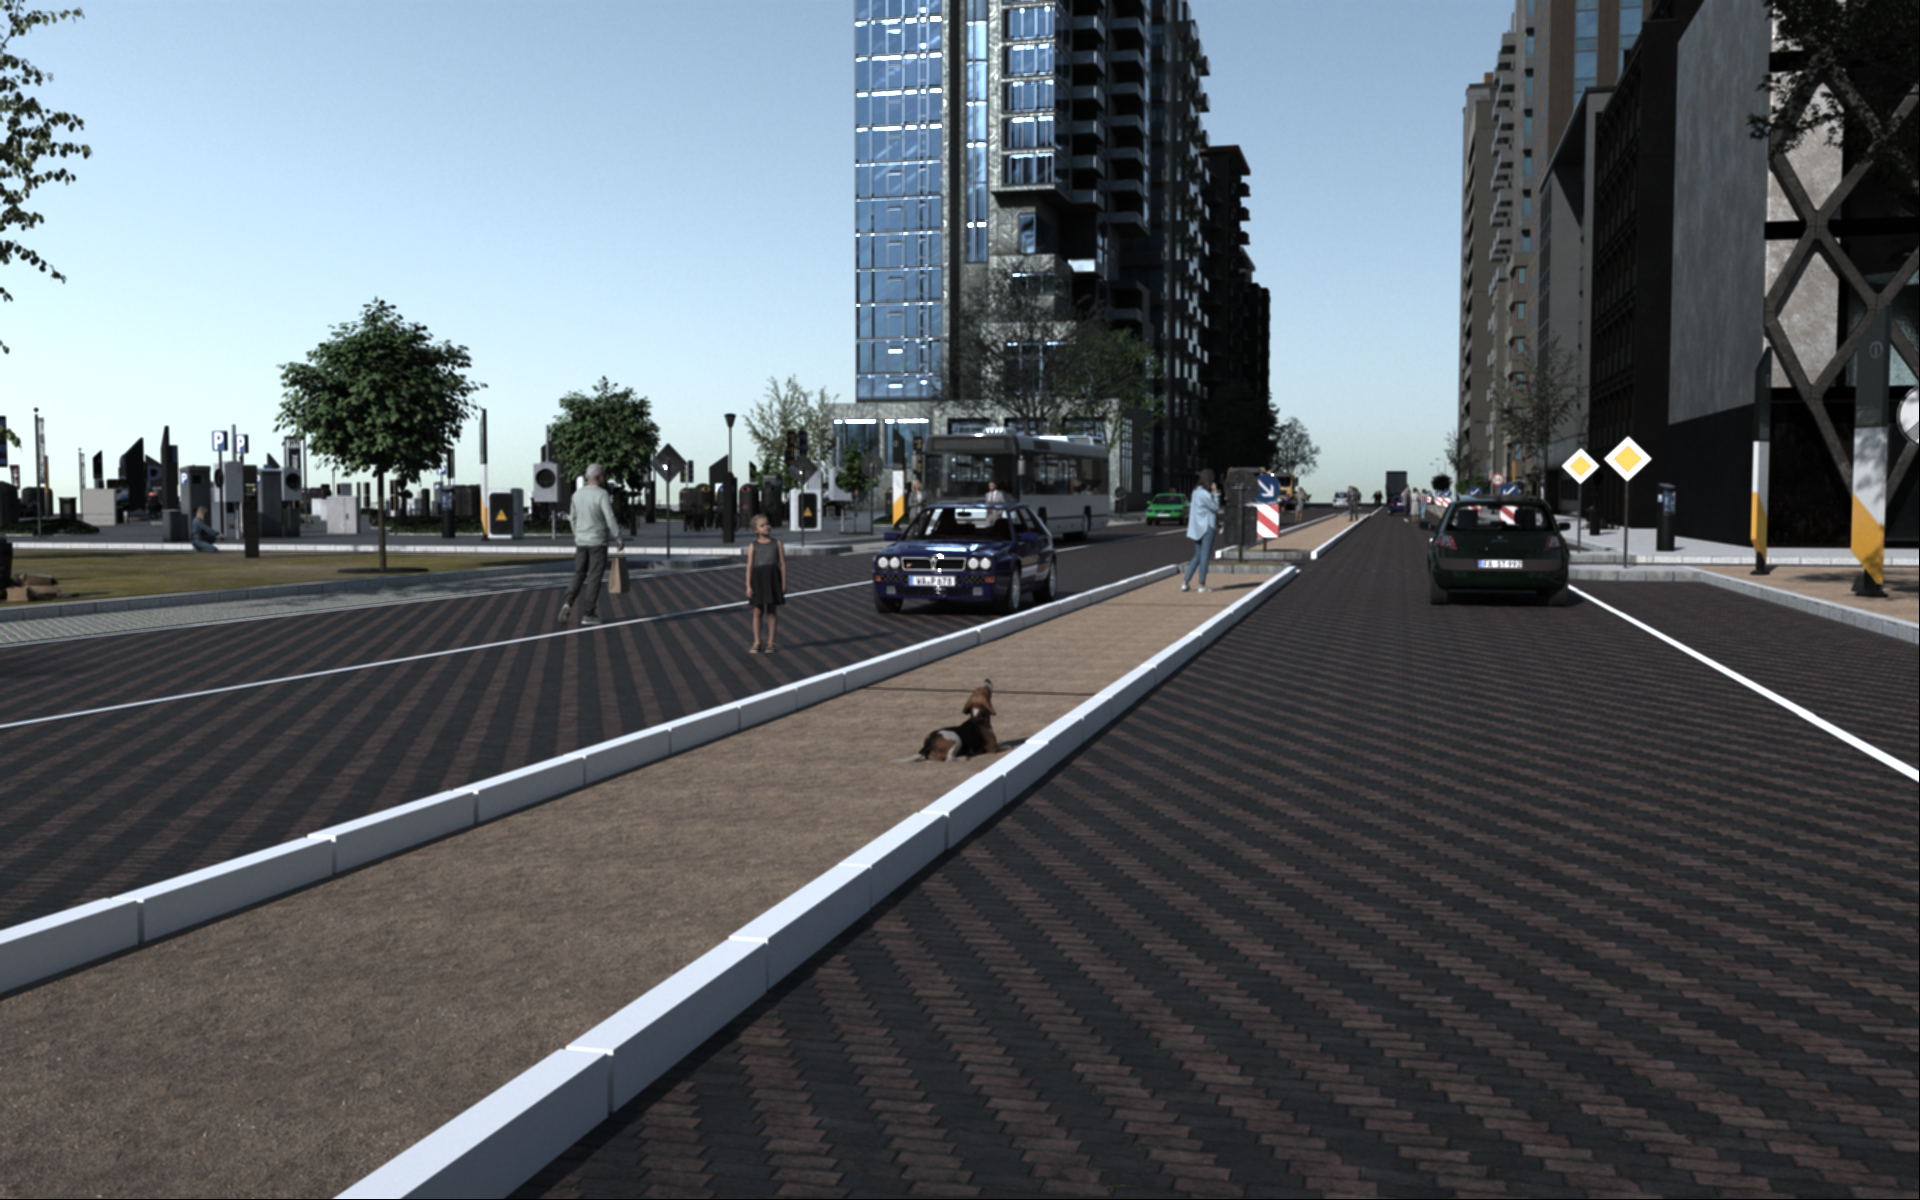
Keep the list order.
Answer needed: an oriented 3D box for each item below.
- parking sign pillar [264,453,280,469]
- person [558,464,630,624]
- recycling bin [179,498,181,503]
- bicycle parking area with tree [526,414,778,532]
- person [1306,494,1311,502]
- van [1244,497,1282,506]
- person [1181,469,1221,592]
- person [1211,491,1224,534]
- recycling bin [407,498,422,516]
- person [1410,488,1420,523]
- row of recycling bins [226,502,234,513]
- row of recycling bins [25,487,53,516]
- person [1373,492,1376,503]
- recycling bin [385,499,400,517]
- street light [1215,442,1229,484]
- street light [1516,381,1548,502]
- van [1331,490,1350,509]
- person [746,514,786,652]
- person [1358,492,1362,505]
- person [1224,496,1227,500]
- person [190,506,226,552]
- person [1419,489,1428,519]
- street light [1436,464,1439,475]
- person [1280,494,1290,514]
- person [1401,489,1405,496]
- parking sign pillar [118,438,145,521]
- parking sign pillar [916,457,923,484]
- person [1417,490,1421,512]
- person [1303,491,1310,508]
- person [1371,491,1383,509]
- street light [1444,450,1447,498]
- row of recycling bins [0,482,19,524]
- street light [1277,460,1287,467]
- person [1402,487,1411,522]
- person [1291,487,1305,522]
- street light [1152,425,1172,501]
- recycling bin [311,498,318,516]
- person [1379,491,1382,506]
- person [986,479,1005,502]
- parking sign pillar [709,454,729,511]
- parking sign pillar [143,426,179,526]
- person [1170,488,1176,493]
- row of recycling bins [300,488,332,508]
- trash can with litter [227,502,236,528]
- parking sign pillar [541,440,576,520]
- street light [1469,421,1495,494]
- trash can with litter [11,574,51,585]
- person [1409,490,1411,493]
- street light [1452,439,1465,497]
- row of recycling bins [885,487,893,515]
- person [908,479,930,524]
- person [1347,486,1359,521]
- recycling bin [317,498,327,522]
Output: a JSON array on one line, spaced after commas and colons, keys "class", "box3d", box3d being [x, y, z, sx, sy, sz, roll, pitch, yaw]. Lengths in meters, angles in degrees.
[{"class": "parking sign pillar", "box3d": [-45.352, -7.691, 114.216, 1.447, 3.967, 1.447, 3, 4, 38]}, {"class": "person", "box3d": [-3.999, -0.614, 19.022, 0.782, 1.767, 0.515, 2, 4, 29]}, {"class": "recycling bin", "box3d": [-51.336, -6.243, 114.628, 0.722, 1.027, 0.722, 2, 4, 29]}, {"class": "bicycle parking area with tree", "box3d": [-10.842, -4.595, 62.126, 8.231, 4.147, 9.016, 1, 4, 19]}, {"class": "person", "box3d": [49.178, -14.208, 243.987, 0.799, 1.438, 0.628, 1, 4, 12]}, {"class": "van", "box3d": [13.877, -4.464, 80.004, 2.013, 2.044, 4.112, 1, 4, 12]}, {"class": "person", "box3d": [3.493, -1.001, 25.138, 0.793, 1.790, 0.793, 3, 5, 41]}, {"class": "person", "box3d": [9.062, -3.293, 62.180, 0.795, 1.843, 0.661, -2, 4, -25]}, {"class": "recycling bin", "box3d": [-32.037, -5.464, 101.882, 0.722, 1.027, 0.722, 3, 4, 36]}, {"class": "person", "box3d": [22.905, -4.782, 87.262, 0.480, 1.755, 0.524, -1, 4, -11]}, {"class": "row of recycling bins", "box3d": [-50.087, -6.816, 118.553, 1.069, 1.692, 3.534, 2, 4, 34]}, {"class": "row of recycling bins", "box3d": [-54.275, -5.804, 102.000, 1.069, 1.692, 3.534, -1, 4, -11]}, {"class": "person", "box3d": [63.721, -15.711, 265.396, 0.705, 1.821, 1.348, -2, 4, -28]}, {"class": "recycling bin", "box3d": [-31.617, -5.135, 96.516, 0.722, 1.027, 0.722, -2, 4, -26]}, {"class": "street light", "box3d": [23.327, -11.133, 154.567, 1.470, 5.913, 1.316, 1, 4, 14]}, {"class": "street light", "box3d": [23.555, -6.038, 71.265, 1.470, 5.913, 1.316, 1, 4, 14]}, {"class": "van", "box3d": [37.545, -9.978, 170.158, 2.013, 2.044, 4.112, 1, 4, 15]}, {"class": "person", "box3d": [-1.760, -0.158, 15.752, 0.362, 1.253, 0.373, 0, 4, -2]}, {"class": "person", "box3d": [54.220, -13.831, 235.319, 0.721, 1.739, 1.217, -2, 4, -35]}, {"class": "person", "box3d": [22.520, -8.199, 145.743, 0.628, 1.438, 0.799, 1, 4, 15]}, {"class": "person", "box3d": [-17.620, -1.622, 40.521, 0.738, 1.151, 1.012, -2, 4, -26]}, {"class": "person", "box3d": [26.846, -5.571, 100.417, 0.563, 1.720, 0.643, 3, 5, 45]}, {"class": "street light", "box3d": [62.909, -15.542, 226.657, 1.470, 5.913, 1.316, 1, 4, 14]}, {"class": "person", "box3d": [22.787, -6.706, 121.376, 0.697, 1.427, 0.421, 0, 4, 6]}, {"class": "person", "box3d": [34.457, -7.717, 134.537, 0.709, 1.838, 0.599, -1, 4, -15]}, {"class": "parking sign pillar", "box3d": [-39.293, -5.729, 82.147, 1.447, 3.967, 1.447, 1, 4, 11]}, {"class": "parking sign pillar", "box3d": [-1.762, -6.548, 95.532, 1.447, 3.967, 1.447, 0, 4, -6]}, {"class": "person", "box3d": [37.569, -8.119, 141.688, 0.683, 1.767, 0.568, -1, 4, -10]}, {"class": "person", "box3d": [36.341, -10.663, 182.925, 1.350, 1.814, 0.705, 0, 4, 7]}, {"class": "person", "box3d": [39.442, -9.442, 163.700, 1.217, 1.723, 0.721, 2, 4, 31]}, {"class": "street light", "box3d": [52.185, -12.946, 184.203, 1.470, 5.913, 1.316, 1, 4, 14]}, {"class": "row of recycling bins", "box3d": [-34.185, -3.323, 61.440, 1.069, 1.692, 3.534, -3, 4, -37]}, {"class": "street light", "box3d": [43.654, -16.066, 235.214, 1.470, 5.913, 1.316, 1, 4, 14]}, {"class": "person", "box3d": [23.318, -4.980, 90.108, 0.709, 1.800, 0.728, 0, 4, -8]}, {"class": "person", "box3d": [17.469, -4.934, 89.528, 0.716, 1.782, 0.532, 1, 4, 15]}, {"class": "street light", "box3d": [13.586, -8.825, 116.828, 1.470, 5.913, 1.316, 1, 4, 14]}, {"class": "recycling bin", "box3d": [-37.081, -5.374, 100.413, 0.722, 1.027, 0.722, 1, 4, 16]}, {"class": "person", "box3d": [49.926, -12.085, 206.019, 0.705, 1.831, 1.348, -1, 4, -15]}, {"class": "person", "box3d": [0.849, -2.047, 42.248, 0.678, 1.792, 0.850, 2, 4, 34]}, {"class": "parking sign pillar", "box3d": [-16.265, -7.865, 117.061, 1.447, 3.967, 1.447, 0, 4, 4]}, {"class": "parking sign pillar", "box3d": [-31.544, -4.932, 69.103, 1.447, 3.967, 1.447, -2, 4, -32]}, {"class": "person", "box3d": [13.447, -6.170, 109.348, 0.573, 1.828, 0.580, 2, 4, 29]}, {"class": "row of recycling bins", "box3d": [-41.303, -6.353, 110.989, 3.534, 1.692, 1.069, 3, 5, 45]}, {"class": "trash can with litter", "box3d": [-27.363, -3.365, 66.073, 1.678, 1.210, 2.233, -1, 4, -14]}, {"class": "parking sign pillar", "box3d": [-15.631, -4.833, 67.498, 1.447, 3.967, 1.447, 1, 4, 17]}, {"class": "street light", "box3d": [33.242, -8.384, 109.622, 1.470, 5.913, 1.316, 1, 4, 14]}, {"class": "trash can with litter", "box3d": [-14.022, -0.813, 24.354, 2.233, 1.210, 1.678, -1, 4, -11]}, {"class": "person", "box3d": [45.266, -10.140, 174.295, 1.348, 1.824, 0.705, 3, 5, 44]}, {"class": "street light", "box3d": [42.635, -10.652, 146.699, 1.470, 5.913, 1.316, 1, 4, 14]}, {"class": "row of recycling bins", "box3d": [-3.495, -6.099, 106.826, 1.069, 1.692, 3.534, -2, 4, -31]}, {"class": "person", "box3d": [-0.993, -2.046, 42.135, 0.537, 1.800, 0.526, 0, 4, -3]}, {"class": "person", "box3d": [20.562, -5.038, 90.673, 0.655, 1.846, 0.447, 3, 5, 41]}, {"class": "recycling bin", "box3d": [-29.523, -4.197, 81.178, 0.722, 1.027, 0.722, 0, 4, -7]}]
